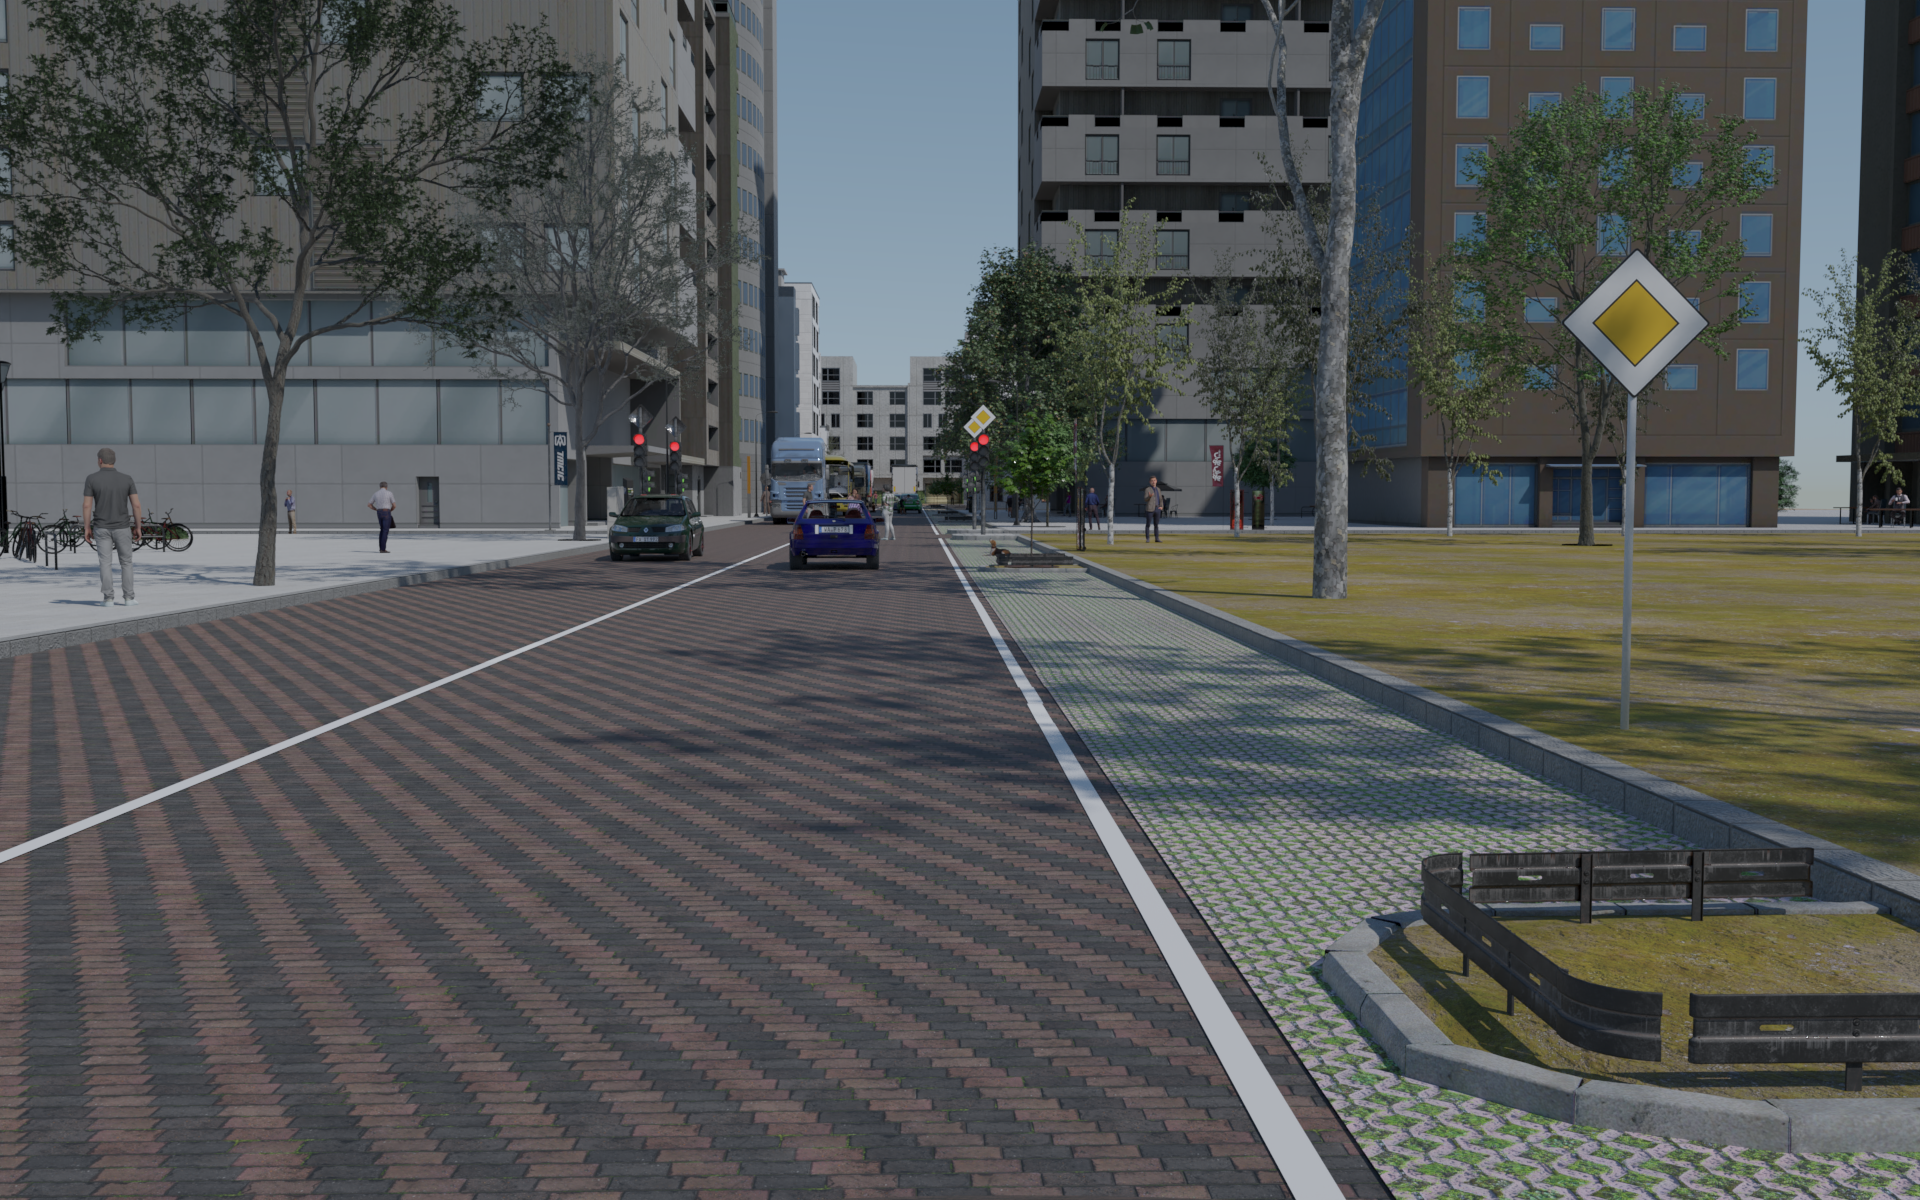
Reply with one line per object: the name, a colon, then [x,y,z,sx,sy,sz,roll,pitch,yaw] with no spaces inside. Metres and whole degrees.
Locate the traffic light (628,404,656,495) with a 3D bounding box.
traffic light: [-9.965,-3.993,54.203,0.839,4.253,0.868,0,4,-2]

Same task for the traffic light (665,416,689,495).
traffic light: [-10.176,-4.481,62.185,0.839,4.253,0.868,0,4,-2]

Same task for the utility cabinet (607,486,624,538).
utility cabinet: [-10.059,-2.560,50.541,0.318,1.500,1.173,0,4,-2]

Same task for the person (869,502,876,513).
person: [-6.833,-7.196,134.441,0.655,0.850,0.859,1,4,17]

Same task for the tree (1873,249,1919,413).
tree: [24.531,-5.579,41.580,4.360,8.622,3.978,0,3,0]

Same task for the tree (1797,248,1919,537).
tree: [27.306,-6.211,51.905,4.737,8.622,4.395,0,3,0]

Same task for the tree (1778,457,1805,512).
tree: [51.923,-13.791,127.303,13.155,14.587,18.604,-2,4,-28]

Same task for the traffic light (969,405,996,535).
traffic light: [0.712,-4.011,54.500,0.839,4.253,0.868,0,4,-2]

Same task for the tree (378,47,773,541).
tree: [-10.297,-8.365,47.143,12.009,13.543,11.850,0,3,0]

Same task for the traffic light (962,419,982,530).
traffic light: [0.501,-4.499,62.482,0.839,4.253,0.868,0,4,-2]

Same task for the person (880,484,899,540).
person: [-2.242,-2.736,53.964,0.376,1.734,0.841,3,4,38]

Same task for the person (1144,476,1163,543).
person: [5.149,-2.388,45.617,0.617,1.759,0.750,-1,4,-15]

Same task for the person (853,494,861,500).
person: [-2.740,-2.038,45.055,0.421,1.427,0.697,1,4,15]

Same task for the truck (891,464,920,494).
truck: [-5.386,-11.054,169.645,2.839,4.237,11.283,0,4,-1]

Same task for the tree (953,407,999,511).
tree: [1.728,-11.673,141.217,4.360,8.622,3.978,0,3,0]

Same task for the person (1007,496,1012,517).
person: [2.845,-5.401,97.576,0.421,1.427,0.697,1,4,14]

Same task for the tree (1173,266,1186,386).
tree: [8.276,-6.172,51.274,4.360,8.622,3.978,0,3,0]

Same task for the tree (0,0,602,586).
tree: [-9.489,-5.462,23.712,7.601,10.594,8.767,3,4,38]

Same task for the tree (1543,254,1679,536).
tree: [19.995,-6.245,52.474,4.360,8.622,3.978,0,3,0]

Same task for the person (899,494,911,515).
person: [-3.828,-6.675,120.823,0.799,1.438,0.628,-3,5,-41]

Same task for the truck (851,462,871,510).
truck: [-9.439,-10.128,154.501,2.839,4.237,11.283,0,4,0]

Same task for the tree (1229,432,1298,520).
tree: [15.191,-6.296,86.660,4.285,4.588,4.351,0,3,0]

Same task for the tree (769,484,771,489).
tree: [-12.414,-7.736,121.083,1.663,3.219,1.824,0,3,0]

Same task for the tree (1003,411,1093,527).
tree: [3.459,-5.098,67.058,4.285,4.588,4.351,0,3,0]

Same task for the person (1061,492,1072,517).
person: [5.875,-5.308,96.070,0.776,1.435,0.726,1,4,21]

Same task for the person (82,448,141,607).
person: [-9.690,-0.834,19.812,0.598,1.807,0.434,-1,4,-23]

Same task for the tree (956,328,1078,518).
tree: [3.355,-10.669,92.566,7.486,12.596,7.792,0,3,0]

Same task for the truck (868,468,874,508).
truck: [-10.590,-12.038,185.741,2.839,4.237,11.283,0,4,-2]

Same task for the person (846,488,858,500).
person: [-3.880,-3.243,62.977,0.517,1.644,0.566,3,5,45]

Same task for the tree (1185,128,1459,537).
tree: [7.546,-5.174,34.965,4.360,8.622,3.978,0,3,0]

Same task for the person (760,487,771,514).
person: [-12.310,-6.303,109.644,0.434,1.755,0.990,3,5,41]

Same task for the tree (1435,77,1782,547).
tree: [15.673,-7.150,42.655,9.928,11.665,9.643,0,3,0]

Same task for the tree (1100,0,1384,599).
tree: [5.890,-10.125,21.431,12.611,20.169,13.585,0,3,0]

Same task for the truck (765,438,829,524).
truck: [-7.816,-6.023,88.227,2.967,4.110,18.799,0,4,-2]

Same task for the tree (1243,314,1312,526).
tree: [12.426,-7.295,69.639,4.737,8.622,4.395,0,3,0]

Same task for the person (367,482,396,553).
person: [-12.625,-1.809,37.832,0.614,1.554,0.590,0,4,7]

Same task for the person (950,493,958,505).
person: [-0.872,-11.793,198.951,1.348,1.812,0.705,-1,4,-15]

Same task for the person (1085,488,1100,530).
person: [4.807,-3.261,62.061,0.574,1.496,0.600,1,4,21]

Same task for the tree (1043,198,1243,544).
tree: [3.960,-5.734,44.113,4.737,8.622,4.395,0,3,0]

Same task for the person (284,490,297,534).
person: [-22.659,-2.938,58.592,0.319,1.574,0.516,-3,5,-41]

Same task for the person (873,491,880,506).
person: [-9.839,-11.888,203.590,0.721,1.743,1.217,3,4,38]

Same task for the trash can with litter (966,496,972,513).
trash can with litter: [0.769,-6.539,118.302,0.624,1.170,1.055,0,4,3]

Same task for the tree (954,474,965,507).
tree: [-0.182,-10.613,168.115,1.663,3.219,1.824,0,3,0]

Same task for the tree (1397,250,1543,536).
tree: [14.993,-6.230,52.230,4.737,8.622,4.395,0,3,0]

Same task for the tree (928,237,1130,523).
tree: [3.006,-9.828,77.691,9.611,12.733,9.660,0,3,0]

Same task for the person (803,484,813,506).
person: [-5.483,-3.329,63.050,0.434,1.807,0.598,2,4,34]

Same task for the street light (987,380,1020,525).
street light: [1.780,-6.002,70.670,1.470,5.913,1.316,0,4,-2]

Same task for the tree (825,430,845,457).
tree: [-15.325,-15.236,199.466,4.360,8.622,3.978,0,3,0]
